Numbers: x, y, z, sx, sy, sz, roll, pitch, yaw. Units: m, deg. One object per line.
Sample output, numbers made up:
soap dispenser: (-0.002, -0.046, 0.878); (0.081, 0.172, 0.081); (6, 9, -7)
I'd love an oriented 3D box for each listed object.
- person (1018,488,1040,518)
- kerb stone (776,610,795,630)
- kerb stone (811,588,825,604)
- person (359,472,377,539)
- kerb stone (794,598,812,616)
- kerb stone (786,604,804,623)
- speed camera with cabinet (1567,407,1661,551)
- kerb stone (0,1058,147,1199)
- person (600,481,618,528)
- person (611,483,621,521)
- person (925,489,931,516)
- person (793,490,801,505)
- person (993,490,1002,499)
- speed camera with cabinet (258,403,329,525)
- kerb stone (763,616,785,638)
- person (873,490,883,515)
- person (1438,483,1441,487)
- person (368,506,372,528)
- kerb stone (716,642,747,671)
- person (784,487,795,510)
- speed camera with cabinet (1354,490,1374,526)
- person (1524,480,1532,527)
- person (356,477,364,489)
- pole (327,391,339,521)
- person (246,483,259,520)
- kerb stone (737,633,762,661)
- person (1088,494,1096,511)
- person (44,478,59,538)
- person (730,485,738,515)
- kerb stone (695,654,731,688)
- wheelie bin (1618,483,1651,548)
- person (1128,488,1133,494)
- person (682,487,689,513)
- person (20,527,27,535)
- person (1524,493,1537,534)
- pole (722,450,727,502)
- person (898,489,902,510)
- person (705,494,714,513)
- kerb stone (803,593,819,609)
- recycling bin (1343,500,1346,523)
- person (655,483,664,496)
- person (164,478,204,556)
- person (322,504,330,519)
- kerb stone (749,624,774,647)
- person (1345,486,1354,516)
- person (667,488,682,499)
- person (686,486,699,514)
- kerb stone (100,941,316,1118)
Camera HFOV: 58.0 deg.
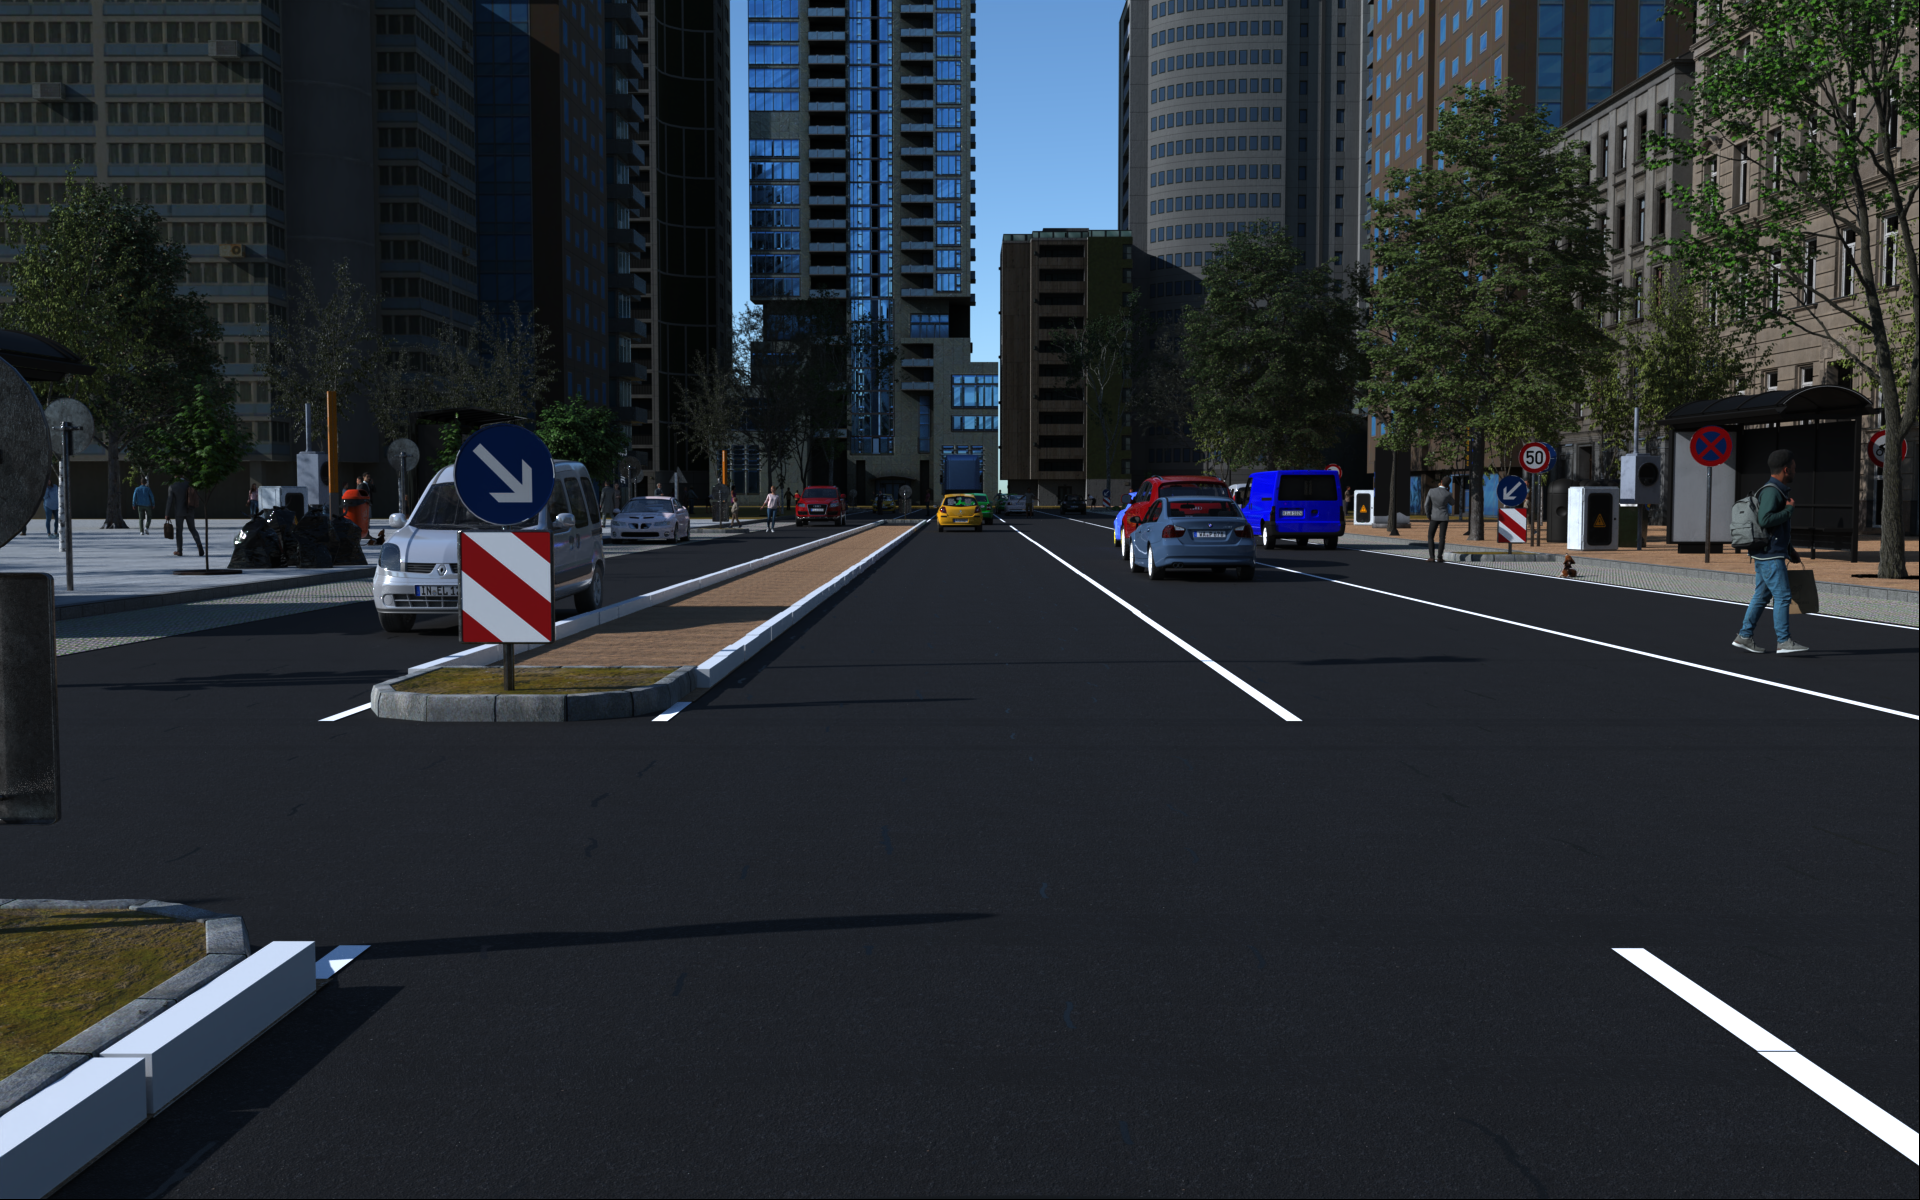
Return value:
person: (4.094, -5.770, 102.837); (1.348, 1.824, 0.705); (0, 4, 4)
kerb stone: (-1.889, 0.237, 18.358); (0.120, 0.150, 1.000); (0, 4, 0)
kerb stone: (-1.882, -0.015, 22.458); (0.120, 0.150, 1.000); (0, 4, 0)
person: (-16.901, -2.693, 49.438); (0.474, 1.900, 0.648); (-1, 4, -12)
kerb stone: (-1.881, 0.109, 20.412); (0.120, 0.150, 1.000); (0, 4, 0)
kerb stone: (-1.879, 0.176, 19.380); (0.120, 0.150, 1.000); (0, 4, 0)
speed camera with cabinet: (14.839, -2.748, 39.263); (2.038, 3.252, 0.660); (-1, 4, -16)
kerb stone: (-1.918, 1.148, 3.451); (0.120, 0.150, 1.000); (0, 4, 0)
person: (-13.442, -3.668, 66.111); (0.767, 1.812, 0.694); (3, 5, 44)
person: (-14.886, -4.193, 74.935); (0.374, 1.781, 0.599); (3, 4, 38)
person: (-2.167, -6.323, 112.596); (0.721, 1.743, 1.217); (-1, 4, -10)
person: (-15.783, -9.764, 168.230); (1.348, 1.812, 0.705); (3, 4, 37)
person: (3.560, -8.857, 153.397); (1.350, 1.814, 0.705); (-1, 4, -11)
speed camera with cabinet: (-14.205, -2.621, 37.182); (0.660, 3.252, 2.038); (1, 4, 13)
kerb stone: (-1.889, 0.298, 17.329); (0.120, 0.150, 1.000); (0, 4, 0)
person: (-5.651, -6.740, 119.503); (0.742, 1.727, 0.445); (0, 4, -5)
person: (20.239, -4.063, 73.020); (0.519, 1.759, 0.362); (0, 3, 0)
person: (-22.133, -3.537, 64.446); (0.480, 1.755, 0.524); (-2, 4, -35)
kerb stone: (-1.900, 0.486, 14.248); (0.120, 0.150, 1.000); (0, 4, 0)
person: (-13.587, -8.037, 137.547); (1.348, 1.812, 0.705); (3, 5, 44)
speed camera with cabinet: (17.053, -4.652, 70.404); (2.038, 3.252, 0.660); (3, 5, 43)
person: (21.710, -3.708, 66.574); (0.656, 1.842, 0.836); (-2, 4, -31)
person: (-19.504, -3.080, 56.199); (0.447, 1.846, 0.655); (0, 4, 5)
pole: (-12.449, -2.481, 34.406); (0.158, 3.312, 0.155); (0, 3, 0)
person: (-30.959, -4.237, 75.907); (0.593, 1.750, 0.643); (0, 4, -5)
kerb stone: (-1.888, 0.427, 15.271); (0.120, 0.150, 1.000); (0, 4, 0)
person: (11.049, -8.191, 145.611); (0.799, 1.438, 0.628); (0, 4, 5)
person: (-26.331, -2.685, 50.203); (0.793, 1.790, 0.793); (0, 4, -2)
person: (-11.891, -5.191, 91.595); (0.721, 1.739, 1.217); (0, 4, 0)
kerb stone: (-1.898, 0.551, 13.223); (0.120, 0.150, 1.000); (0, 4, 0)
wheelie bin: (16.172, -2.067, 41.705); (0.980, 1.594, 0.693); (3, 4, 37)
person: (9.011, -4.951, 89.901); (0.683, 1.767, 0.568); (-1, 4, -14)
person: (-18.558, -6.782, 117.474); (0.434, 1.755, 0.990); (1, 4, 19)
person: (-29.202, -2.897, 53.584); (0.590, 1.801, 0.661); (1, 4, 18)
person: (17.619, -2.661, 53.819); (0.640, 1.303, 0.475); (1, 4, 21)
pole: (-10.978, -5.324, 80.893); (0.158, 3.312, 0.155); (0, 3, 0)
person: (-5.035, -8.419, 145.782); (0.705, 1.869, 1.348); (0, 4, 1)
person: (-16.420, -6.436, 114.454); (0.799, 1.438, 0.628); (-2, 4, -34)
kerb stone: (-1.882, 0.047, 21.434); (0.120, 0.150, 1.000); (0, 4, 0)
recycling bin: (15.971, -3.727, 73.488); (0.722, 1.027, 0.722); (1, 4, 19)
person: (-14.324, -4.697, 83.021); (0.590, 1.801, 0.661); (2, 4, 31)
person: (-16.003, -1.816, 35.695); (0.822, 1.834, 0.622); (3, 4, 38)
person: (-31.272, -4.549, 85.921); (0.738, 1.151, 1.012); (-1, 4, -22)
kerb stone: (-1.893, 0.361, 16.295); (0.120, 0.150, 1.000); (0, 4, 0)
person: (22.815, -5.783, 101.129); (0.750, 1.759, 0.617); (1, 4, 16)
person: (-21.538, -7.565, 130.409); (1.217, 1.739, 0.721); (1, 4, 12)
person: (-17.068, -6.368, 110.241); (0.705, 1.814, 1.350); (-3, 5, -43)
kerb stone: (-1.911, 1.084, 4.473); (0.120, 0.150, 1.000); (0, 4, 0)
